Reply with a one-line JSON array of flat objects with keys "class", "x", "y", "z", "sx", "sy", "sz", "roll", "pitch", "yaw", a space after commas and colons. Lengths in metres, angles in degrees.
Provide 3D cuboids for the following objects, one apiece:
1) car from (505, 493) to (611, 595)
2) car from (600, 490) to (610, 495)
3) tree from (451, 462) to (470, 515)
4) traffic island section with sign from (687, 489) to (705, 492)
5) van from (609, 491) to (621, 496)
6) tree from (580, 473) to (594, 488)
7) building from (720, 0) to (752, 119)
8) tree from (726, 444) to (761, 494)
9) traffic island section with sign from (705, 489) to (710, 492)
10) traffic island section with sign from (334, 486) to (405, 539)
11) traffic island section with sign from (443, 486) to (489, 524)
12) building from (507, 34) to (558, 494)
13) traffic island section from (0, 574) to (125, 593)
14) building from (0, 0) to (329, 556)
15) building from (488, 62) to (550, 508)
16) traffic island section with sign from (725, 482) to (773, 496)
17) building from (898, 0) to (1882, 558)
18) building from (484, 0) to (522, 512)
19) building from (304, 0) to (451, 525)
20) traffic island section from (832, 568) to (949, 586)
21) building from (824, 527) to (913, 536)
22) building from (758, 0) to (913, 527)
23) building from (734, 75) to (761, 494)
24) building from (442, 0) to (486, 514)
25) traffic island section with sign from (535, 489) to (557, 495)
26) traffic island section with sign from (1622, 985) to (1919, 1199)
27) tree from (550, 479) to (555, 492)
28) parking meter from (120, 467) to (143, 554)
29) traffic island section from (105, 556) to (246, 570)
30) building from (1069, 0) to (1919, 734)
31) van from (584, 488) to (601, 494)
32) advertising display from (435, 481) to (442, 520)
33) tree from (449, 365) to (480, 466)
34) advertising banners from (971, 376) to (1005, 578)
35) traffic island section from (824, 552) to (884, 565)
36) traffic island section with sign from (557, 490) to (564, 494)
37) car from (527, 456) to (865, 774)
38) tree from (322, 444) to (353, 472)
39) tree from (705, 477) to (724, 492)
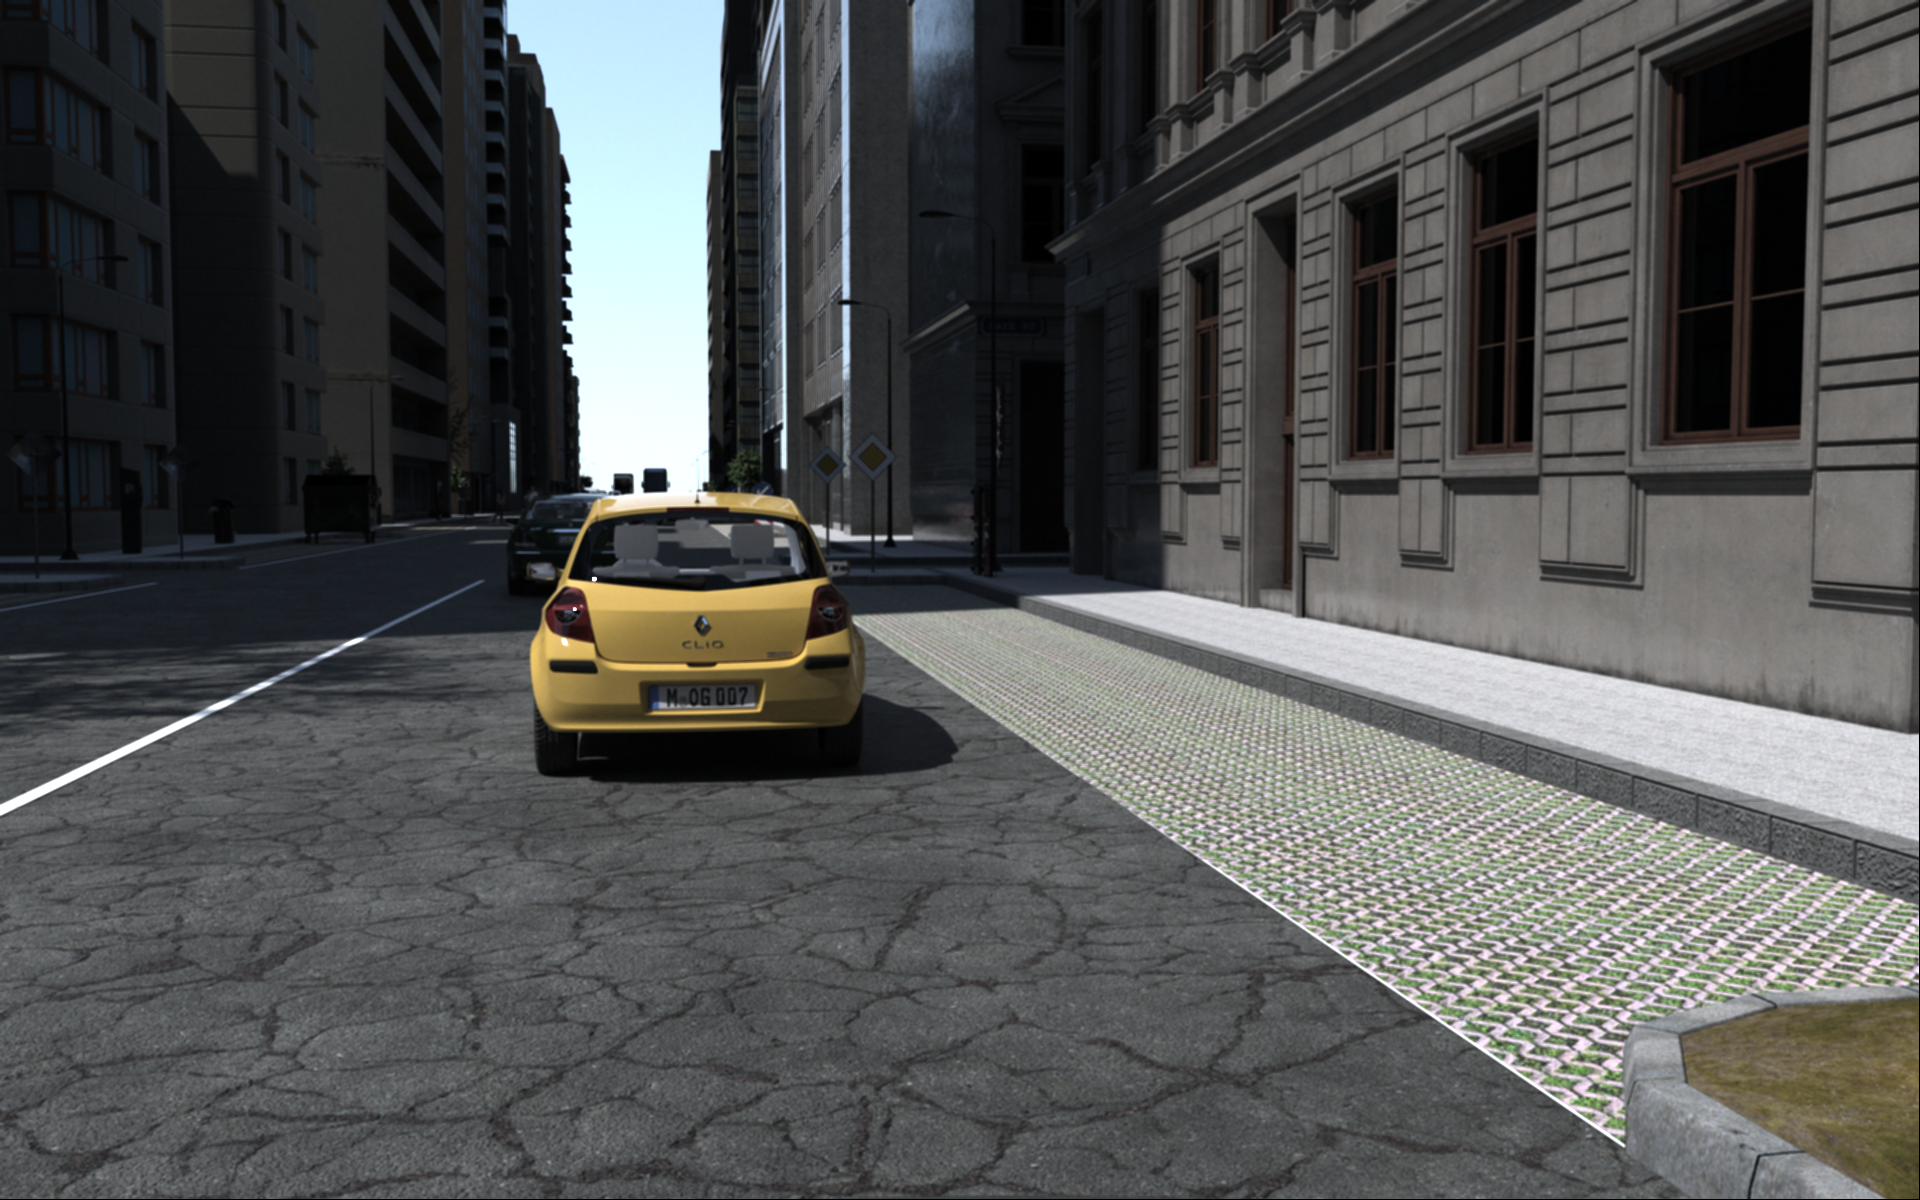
[{"class": "car", "x": -5.835, "y": -0.884, "z": 26.253, "sx": 2.131, "sy": 1.459, "sz": 4.920, "roll": -1, "pitch": 4, "yaw": -11}, {"class": "car", "x": -34.870, "y": -9.688, "z": 167.065, "sx": 2.281, "sy": 1.827, "sz": 5.304, "roll": -1, "pitch": 4, "yaw": -11}, {"class": "tree", "x": -31.057, "y": -6.834, "z": 106.342, "sx": 1.663, "sy": 3.219, "sz": 1.824, "roll": 0, "pitch": 3, "yaw": 0}, {"class": "traffic island section with sign", "x": -24.272, "y": -9.291, "z": 160.541, "sx": 1.989, "sy": 1.847, "sz": 2.006, "roll": -1, "pitch": 4, "yaw": -10}, {"class": "van", "x": -42.519, "y": -12.599, "z": 212.999, "sx": 2.013, "sy": 2.044, "sz": 4.112, "roll": -1, "pitch": 4, "yaw": -8}, {"class": "tree", "x": -57.549, "y": -17.172, "z": 264.471, "sx": 4.285, "sy": 4.588, "sz": 4.351, "roll": 0, "pitch": 3, "yaw": 0}, {"class": "building", "x": -11.209, "y": -32.934, "z": 162.170, "sx": 21.300, "sy": 48.544, "sz": 21.600, "roll": -1, "pitch": 4, "yaw": -10}, {"class": "tree", "x": -13.580, "y": -7.936, "z": 113.462, "sx": 4.285, "sy": 4.588, "sz": 4.351, "roll": 0, "pitch": 3, "yaw": 0}, {"class": "traffic island section with sign", "x": -11.198, "y": -4.602, "z": 83.868, "sx": 1.989, "sy": 1.847, "sz": 2.006, "roll": -1, "pitch": 4, "yaw": -10}, {"class": "traffic island section with sign", "x": -19.149, "y": -2.916, "z": 56.310, "sx": 1.989, "sy": 1.847, "sz": 2.006, "roll": -1, "pitch": 4, "yaw": -10}, {"class": "traffic island section with sign", "x": -23.759, "y": -4.567, "z": 83.297, "sx": 1.989, "sy": 1.847, "sz": 2.006, "roll": -1, "pitch": 4, "yaw": -10}, {"class": "building", "x": -48.545, "y": -31.954, "z": 172.556, "sx": 14.600, "sy": 45.320, "sz": 14.200, "roll": -1, "pitch": 4, "yaw": -10}, {"class": "traffic island section", "x": -14.017, "y": -0.244, "z": 26.274, "sx": 2.009, "sy": 0.180, "sz": 2.903, "roll": -1, "pitch": 4, "yaw": -10}, {"class": "building", "x": -34.607, "y": -12.361, "z": 47.146, "sx": 27.650, "sy": 21.520, "sz": 28.899, "roll": -1, "pitch": 4, "yaw": -10}, {"class": "building", "x": -45.564, "y": -29.069, "z": 158.867, "sx": 14.154, "sy": 41.232, "sz": 14.086, "roll": -1, "pitch": 4, "yaw": -10}, {"class": "traffic island section with sign", "x": -6.668, "y": -2.977, "z": 57.294, "sx": 1.989, "sy": 1.847, "sz": 2.006, "roll": -1, "pitch": 4, "yaw": -10}, {"class": "building", "x": 9.156, "y": -12.634, "z": 42.720, "sx": 21.152, "sy": 22.565, "sz": 11.583, "roll": -1, "pitch": 4, "yaw": -10}, {"class": "building", "x": -45.778, "y": -50.272, "z": 134.625, "sx": 22.319, "sy": 86.520, "sz": 31.000, "roll": -1, "pitch": 4, "yaw": -10}, {"class": "building", "x": -36.140, "y": -27.891, "z": 79.725, "sx": 21.300, "sy": 48.544, "sz": 21.600, "roll": -1, "pitch": 4, "yaw": -10}, {"class": "traffic island section", "x": -1.407, "y": -0.375, "z": 28.411, "sx": 2.009, "sy": 0.180, "sz": 2.903, "roll": -1, "pitch": 4, "yaw": -10}, {"class": "building", "x": 0.894, "y": -15.003, "z": 63.329, "sx": 12.078, "sy": 24.808, "sz": 19.932, "roll": -1, "pitch": 4, "yaw": -10}, {"class": "building", "x": -3.111, "y": -16.257, "z": 83.825, "sx": 12.078, "sy": 24.808, "sz": 19.932, "roll": -1, "pitch": 4, "yaw": -10}, {"class": "building", "x": -9.112, "y": -21.552, "z": 124.084, "sx": 14.160, "sy": 30.474, "sz": 14.107, "roll": -1, "pitch": 4, "yaw": -10}, {"class": "building", "x": -38.963, "y": -28.366, "z": 113.901, "sx": 14.600, "sy": 45.320, "sz": 14.200, "roll": -1, "pitch": 4, "yaw": -10}, {"class": "traffic island section with sign", "x": -32.187, "y": -7.594, "z": 132.788, "sx": 1.989, "sy": 1.847, "sz": 2.006, "roll": -1, "pitch": 4, "yaw": -10}, {"class": "traffic island section with sign", "x": 2.501, "y": 0.316, "z": 3.468, "sx": 1.989, "sy": 1.847, "sz": 2.006, "roll": -1, "pitch": 4, "yaw": -10}, {"class": "tree", "x": -43.624, "y": -11.536, "z": 183.214, "sx": 1.663, "sy": 3.219, "sz": 1.824, "roll": 0, "pitch": 3, "yaw": 0}, {"class": "parking meter", "x": -17.815, "y": -1.930, "z": 37.263, "sx": 0.399, "sy": 1.863, "sz": 0.255, "roll": -1, "pitch": 4, "yaw": -15}, {"class": "traffic island section", "x": -15.359, "y": -0.726, "z": 34.146, "sx": 2.009, "sy": 0.180, "sz": 2.903, "roll": -1, "pitch": 4, "yaw": -10}, {"class": "building", "x": 8.311, "y": -11.181, "z": 18.966, "sx": 11.583, "sy": 22.565, "sz": 21.152, "roll": -1, "pitch": 4, "yaw": -10}, {"class": "van", "x": -24.089, "y": -6.448, "z": 112.435, "sx": 2.013, "sy": 2.044, "sz": 4.112, "roll": -1, "pitch": 4, "yaw": -10}, {"class": "advertising display", "x": -25.482, "y": -4.860, "z": 84.671, "sx": 0.123, "sy": 1.923, "sz": 0.974, "roll": 0, "pitch": 4, "yaw": -4}, {"class": "tree", "x": -29.127, "y": -8.951, "z": 96.719, "sx": 4.737, "sy": 8.622, "sz": 4.395, "roll": 0, "pitch": 3, "yaw": 0}, {"class": "advertising banners", "x": 0.433, "y": -1.869, "z": 26.749, "sx": 0.090, "sy": 3.025, "sz": 2.074, "roll": -1, "pitch": 4, "yaw": -12}, {"class": "traffic island section", "x": -2.748, "y": -0.856, "z": 36.283, "sx": 2.009, "sy": 0.180, "sz": 2.903, "roll": -1, "pitch": 4, "yaw": -10}, {"class": "traffic island section with sign", "x": -36.723, "y": -9.219, "z": 159.360, "sx": 1.989, "sy": 1.847, "sz": 2.006, "roll": -1, "pitch": 4, "yaw": -10}, {"class": "car", "x": -1.601, "y": -0.011, "z": 10.400, "sx": 2.015, "sy": 1.641, "sz": 3.980, "roll": -1, "pitch": 4, "yaw": -10}, {"class": "tree", "x": -24.539, "y": -4.481, "z": 67.867, "sx": 1.663, "sy": 3.219, "sz": 1.824, "roll": 0, "pitch": 3, "yaw": 0}, {"class": "tree", "x": -28.462, "y": -12.556, "z": 199.891, "sx": 1.663, "sy": 3.219, "sz": 1.824, "roll": 0, "pitch": 3, "yaw": 0}]
